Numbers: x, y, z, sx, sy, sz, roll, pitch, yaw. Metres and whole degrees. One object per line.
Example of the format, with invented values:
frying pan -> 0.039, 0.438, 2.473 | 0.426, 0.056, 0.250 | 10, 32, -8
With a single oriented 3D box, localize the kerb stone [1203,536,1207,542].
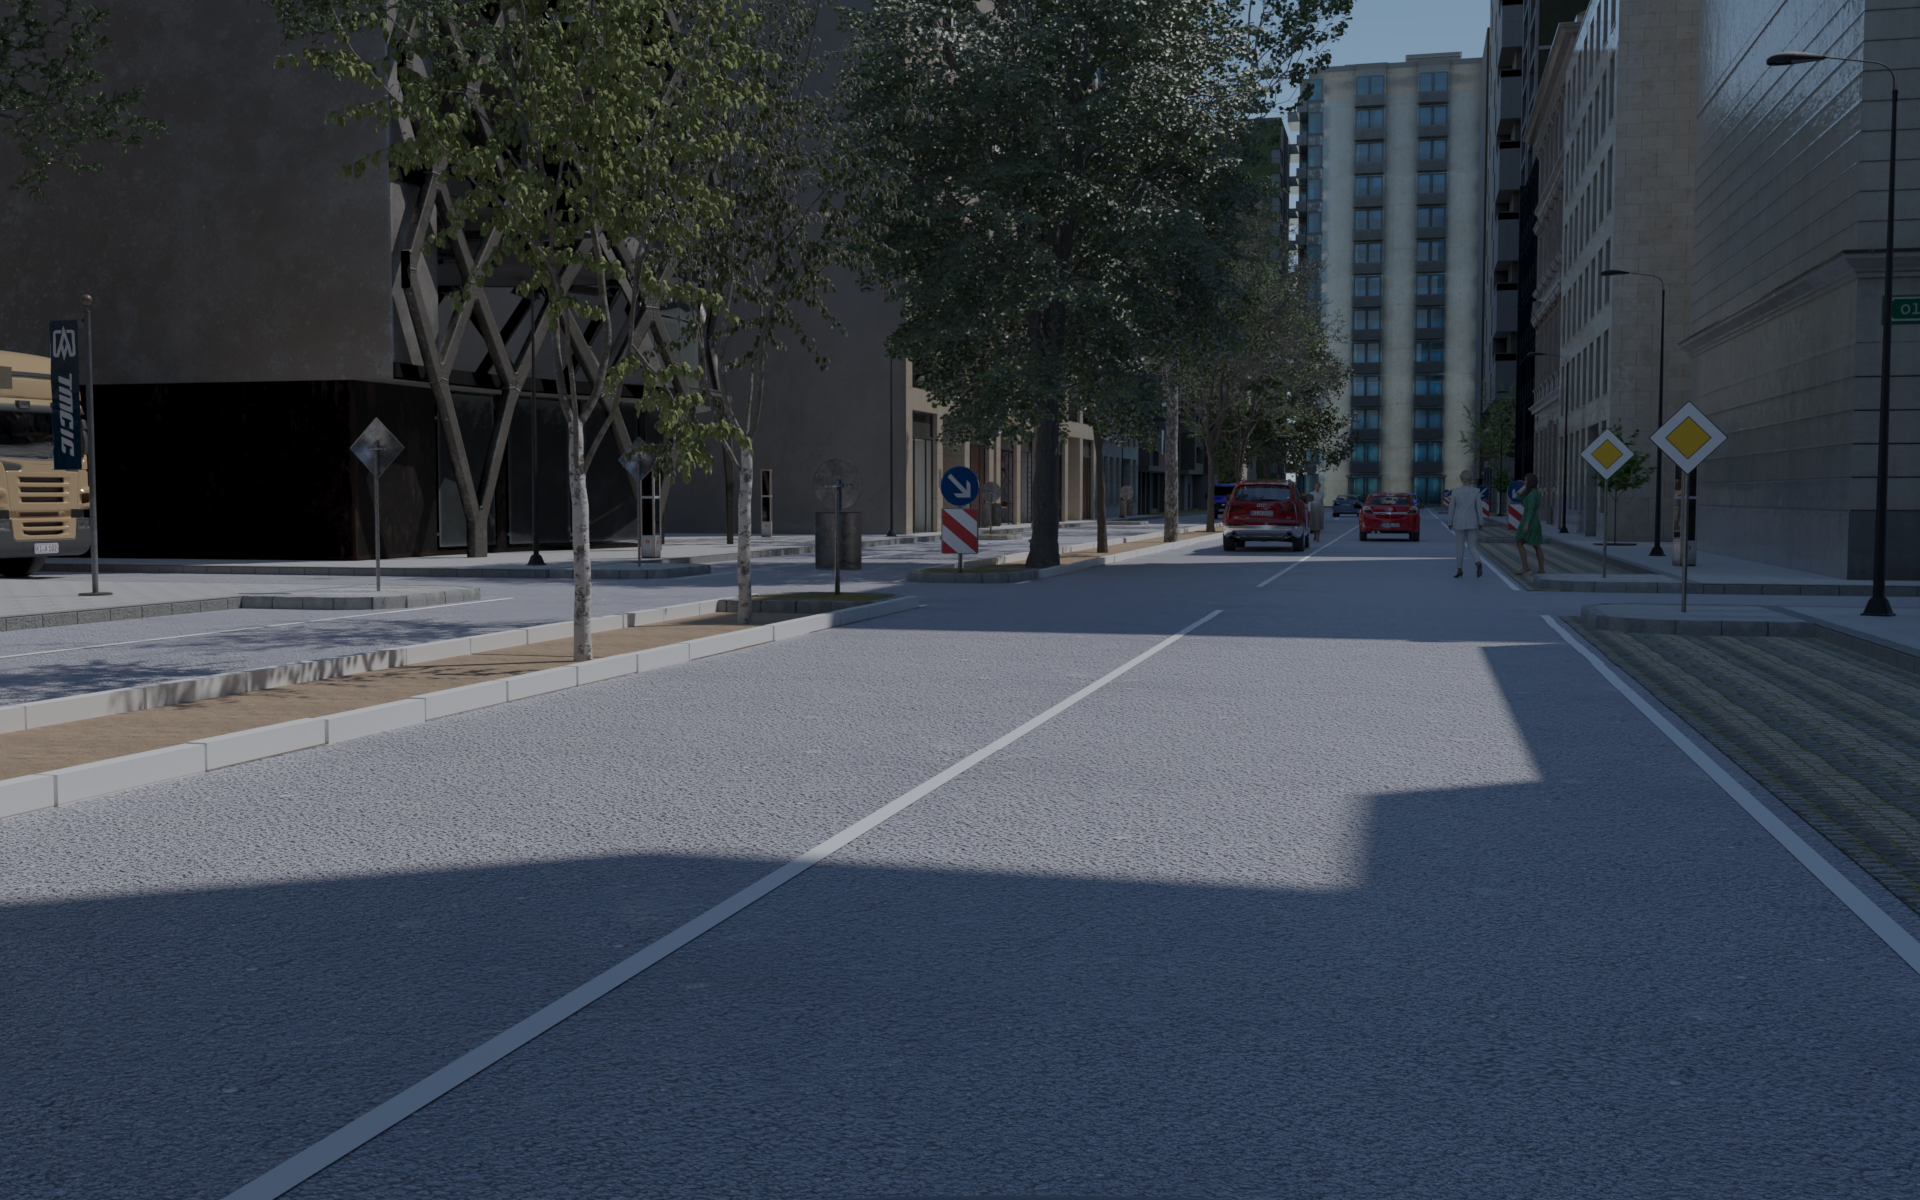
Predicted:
kerb stone -> 7.175, -1.799, 51.617 | 0.120, 0.150, 1.000 | 1, 4, 15

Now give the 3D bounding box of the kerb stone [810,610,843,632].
kerb stone -> -1.488, 0.237, 18.356 | 0.120, 0.150, 1.000 | 1, 4, 15

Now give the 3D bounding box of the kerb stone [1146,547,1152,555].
kerb stone -> 4.332, -1.129, 40.714 | 0.120, 0.150, 1.000 | 1, 4, 15

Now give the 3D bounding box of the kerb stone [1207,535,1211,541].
kerb stone -> 7.432, -1.855, 52.611 | 0.120, 0.150, 1.000 | 1, 4, 15

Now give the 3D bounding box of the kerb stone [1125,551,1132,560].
kerb stone -> 3.559, -0.950, 37.736 | 0.120, 0.150, 1.000 | 1, 4, 15

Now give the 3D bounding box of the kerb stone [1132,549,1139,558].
kerb stone -> 3.817, -1.008, 38.725 | 0.120, 0.150, 1.000 | 1, 4, 15

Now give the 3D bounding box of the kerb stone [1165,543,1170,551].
kerb stone -> 5.111, -1.314, 43.687 | 0.120, 0.150, 1.000 | 1, 4, 15

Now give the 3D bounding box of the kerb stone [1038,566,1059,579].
kerb stone -> 1.495, -0.461, 29.795 | 0.120, 0.150, 1.000 | 1, 4, 15

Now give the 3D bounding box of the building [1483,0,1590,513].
building -> 47.034, -41.510, 116.938 | 20.563, 71.187, 20.611 | 1, 4, 15

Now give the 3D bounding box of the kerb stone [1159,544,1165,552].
kerb stone -> 4.855, -1.254, 42.697 | 0.120, 0.150, 1.000 | 1, 4, 15

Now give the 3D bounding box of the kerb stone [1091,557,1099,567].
kerb stone -> 2.519, -0.708, 33.775 | 0.120, 0.150, 1.000 | 1, 4, 15

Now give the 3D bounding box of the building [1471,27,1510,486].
building -> 56.020, -31.343, 162.575 | 14.600, 45.320, 14.200 | 1, 4, 15

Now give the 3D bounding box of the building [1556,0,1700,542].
building -> 24.573, -12.117, 52.871 | 10.420, 20.320, 16.860 | 1, 4, 15

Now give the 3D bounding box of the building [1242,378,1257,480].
building -> 13.225, -19.812, 168.973 | 28.899, 21.520, 27.650 | 1, 4, 15

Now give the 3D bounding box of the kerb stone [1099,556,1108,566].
kerb stone -> 2.785, -0.767, 34.763 | 0.120, 0.150, 1.000 | 1, 4, 15

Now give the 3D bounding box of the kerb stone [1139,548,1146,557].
kerb stone -> 4.076, -1.072, 39.724 | 0.120, 0.150, 1.000 | 1, 4, 15

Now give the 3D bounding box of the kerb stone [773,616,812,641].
kerb stone -> -1.738, 0.295, 17.365 | 0.120, 0.150, 1.000 | 1, 4, 15

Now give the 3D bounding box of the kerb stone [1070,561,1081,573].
kerb stone -> 2.018, -0.578, 31.789 | 0.120, 0.150, 1.000 | 1, 4, 15

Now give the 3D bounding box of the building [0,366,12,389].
building -> -29.507, -22.076, 15.567 | 28.867, 44.769, 22.147 | 1, 4, 15

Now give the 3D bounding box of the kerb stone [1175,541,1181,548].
kerb stone -> 5.630, -1.434, 45.665 | 0.120, 0.150, 1.000 | 1, 4, 15

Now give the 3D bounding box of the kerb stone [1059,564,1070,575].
kerb stone -> 1.755, -0.526, 30.792 | 0.120, 0.150, 1.000 | 1, 4, 15

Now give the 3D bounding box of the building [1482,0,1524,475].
building -> 57.157, -33.701, 140.250 | 28.713, 52.752, 27.495 | 1, 4, 15

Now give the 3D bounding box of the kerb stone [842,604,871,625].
kerb stone -> -1.227, 0.174, 19.344 | 0.120, 0.150, 1.000 | 1, 4, 15

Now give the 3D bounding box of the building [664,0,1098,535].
building -> -6.707, -16.397, 72.610 | 19.350, 26.468, 34.151 | 1, 4, 15

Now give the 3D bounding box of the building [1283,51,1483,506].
building -> 51.706, -34.949, 191.021 | 30.456, 49.044, 23.786 | 1, 4, 15

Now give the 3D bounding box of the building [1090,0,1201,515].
building -> 4.678, -28.450, 119.786 | 22.147, 44.769, 28.867 | 1, 4, 15

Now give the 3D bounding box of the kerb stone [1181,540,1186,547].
kerb stone -> 5.886, -1.495, 46.656 | 0.120, 0.150, 1.000 | 1, 4, 15

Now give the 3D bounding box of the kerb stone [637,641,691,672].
kerb stone -> -2.513, 0.480, 14.394 | 0.120, 0.150, 1.000 | 1, 4, 15

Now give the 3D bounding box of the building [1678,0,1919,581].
building -> 35.950, -15.335, 27.149 | 44.131, 29.872, 17.030 | 1, 4, 15

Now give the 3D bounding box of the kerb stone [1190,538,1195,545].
kerb stone -> 6.405, -1.617, 48.633 | 0.120, 0.150, 1.000 | 1, 4, 15

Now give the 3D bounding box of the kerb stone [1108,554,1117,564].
kerb stone -> 3.039, -0.830, 35.758 | 0.120, 0.150, 1.000 | 1, 4, 15

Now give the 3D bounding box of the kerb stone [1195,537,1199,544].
kerb stone -> 6.656, -1.674, 49.625 | 0.120, 0.150, 1.000 | 1, 4, 15

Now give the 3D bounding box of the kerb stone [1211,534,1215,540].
kerb stone -> 7.689, -1.921, 53.600 | 0.120, 0.150, 1.000 | 1, 4, 15

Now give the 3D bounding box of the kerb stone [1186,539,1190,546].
kerb stone -> 6.140, -1.557, 47.646 | 0.120, 0.150, 1.000 | 1, 4, 15

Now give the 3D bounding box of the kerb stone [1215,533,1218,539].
kerb stone -> 7.953, -1.978, 54.597 | 0.120, 0.150, 1.000 | 1, 4, 15

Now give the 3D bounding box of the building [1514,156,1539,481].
building -> 35.461, -15.840, 88.662 | 12.332, 23.373, 15.834 | 1, 4, 15

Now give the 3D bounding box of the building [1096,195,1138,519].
building -> 3.546, -14.794, 96.638 | 10.420, 20.320, 16.860 | 1, 4, 15

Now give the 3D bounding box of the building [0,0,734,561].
building -> -14.444, -10.671, 41.919 | 16.820, 18.784, 16.811 | 1, 4, 15

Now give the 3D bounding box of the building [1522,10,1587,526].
building -> 29.681, -14.368, 71.077 | 11.583, 22.565, 21.152 | 1, 4, 15

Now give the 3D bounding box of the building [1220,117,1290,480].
building -> 29.066, -31.137, 192.682 | 14.086, 41.232, 14.154 | 1, 4, 15

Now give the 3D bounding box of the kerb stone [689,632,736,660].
kerb stone -> -2.254, 0.417, 15.383 | 0.120, 0.150, 1.000 | 1, 4, 15

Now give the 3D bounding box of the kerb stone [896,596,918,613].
kerb stone -> -0.713, 0.053, 21.325 | 0.120, 0.150, 1.000 | 1, 4, 15

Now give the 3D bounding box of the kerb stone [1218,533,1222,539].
kerb stone -> 8.212, -2.040, 55.587 | 0.120, 0.150, 1.000 | 1, 4, 15

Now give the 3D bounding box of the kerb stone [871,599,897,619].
kerb stone -> -0.968, 0.116, 20.336 | 0.120, 0.150, 1.000 | 1, 4, 15

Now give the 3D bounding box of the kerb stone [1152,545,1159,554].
kerb stone -> 4.593, -1.193, 41.702 | 0.120, 0.150, 1.000 | 1, 4, 15

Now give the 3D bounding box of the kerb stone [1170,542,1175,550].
kerb stone -> 5.364, -1.375, 44.677 | 0.120, 0.150, 1.000 | 1, 4, 15

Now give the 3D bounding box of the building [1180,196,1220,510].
building -> 13.332, -22.534, 140.137 | 14.160, 30.474, 14.107 | 1, 4, 15

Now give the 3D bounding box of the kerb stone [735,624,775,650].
kerb stone -> -2.005, 0.360, 16.377 | 0.120, 0.150, 1.000 | 1, 4, 15

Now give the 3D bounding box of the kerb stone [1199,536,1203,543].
kerb stone -> 6.911, -1.737, 50.625 | 0.120, 0.150, 1.000 | 1, 4, 15

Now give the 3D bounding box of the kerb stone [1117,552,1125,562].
kerb stone -> 3.313, -0.887, 36.743 | 0.120, 0.150, 1.000 | 1, 4, 15

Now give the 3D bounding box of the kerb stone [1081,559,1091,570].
kerb stone -> 2.277, -0.647, 32.778 | 0.120, 0.150, 1.000 | 1, 4, 15
